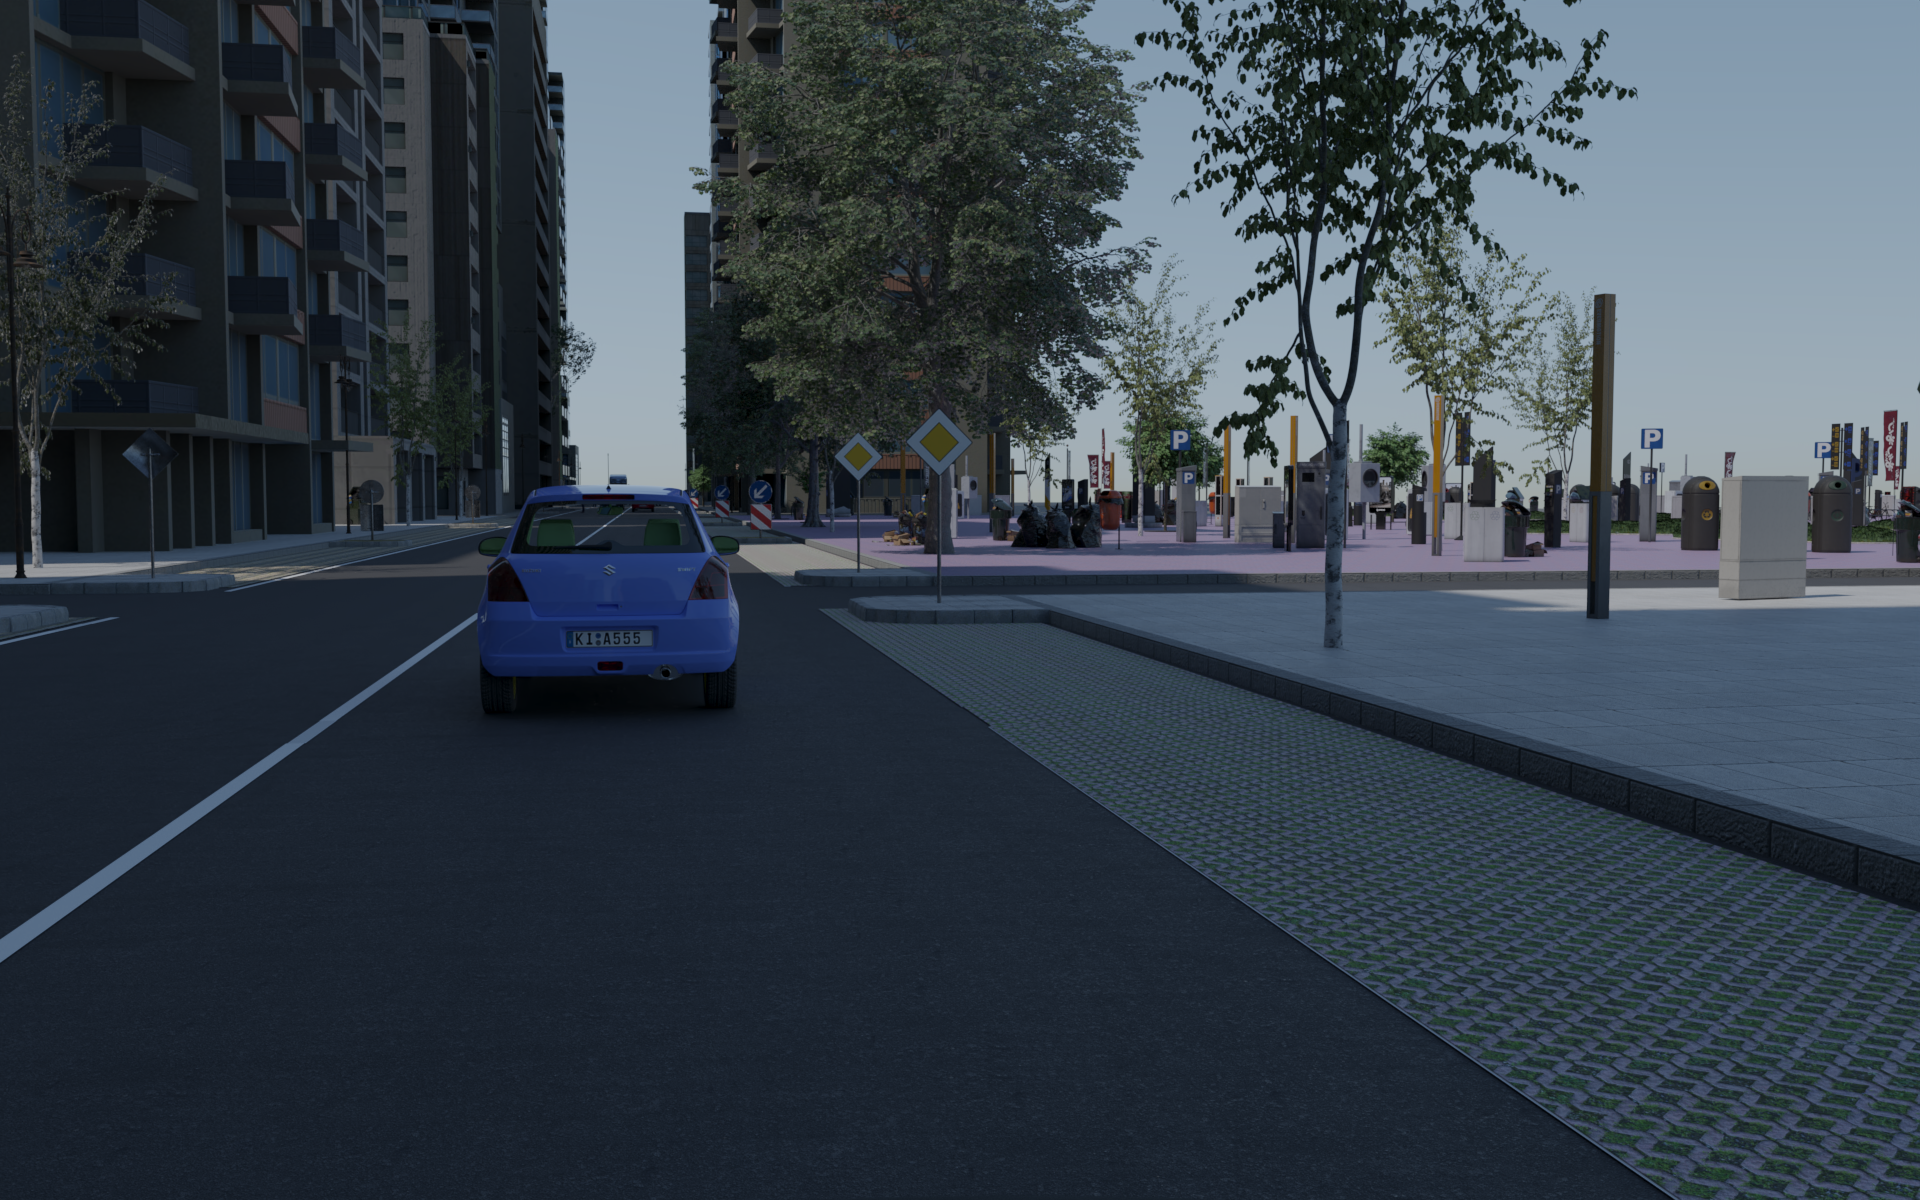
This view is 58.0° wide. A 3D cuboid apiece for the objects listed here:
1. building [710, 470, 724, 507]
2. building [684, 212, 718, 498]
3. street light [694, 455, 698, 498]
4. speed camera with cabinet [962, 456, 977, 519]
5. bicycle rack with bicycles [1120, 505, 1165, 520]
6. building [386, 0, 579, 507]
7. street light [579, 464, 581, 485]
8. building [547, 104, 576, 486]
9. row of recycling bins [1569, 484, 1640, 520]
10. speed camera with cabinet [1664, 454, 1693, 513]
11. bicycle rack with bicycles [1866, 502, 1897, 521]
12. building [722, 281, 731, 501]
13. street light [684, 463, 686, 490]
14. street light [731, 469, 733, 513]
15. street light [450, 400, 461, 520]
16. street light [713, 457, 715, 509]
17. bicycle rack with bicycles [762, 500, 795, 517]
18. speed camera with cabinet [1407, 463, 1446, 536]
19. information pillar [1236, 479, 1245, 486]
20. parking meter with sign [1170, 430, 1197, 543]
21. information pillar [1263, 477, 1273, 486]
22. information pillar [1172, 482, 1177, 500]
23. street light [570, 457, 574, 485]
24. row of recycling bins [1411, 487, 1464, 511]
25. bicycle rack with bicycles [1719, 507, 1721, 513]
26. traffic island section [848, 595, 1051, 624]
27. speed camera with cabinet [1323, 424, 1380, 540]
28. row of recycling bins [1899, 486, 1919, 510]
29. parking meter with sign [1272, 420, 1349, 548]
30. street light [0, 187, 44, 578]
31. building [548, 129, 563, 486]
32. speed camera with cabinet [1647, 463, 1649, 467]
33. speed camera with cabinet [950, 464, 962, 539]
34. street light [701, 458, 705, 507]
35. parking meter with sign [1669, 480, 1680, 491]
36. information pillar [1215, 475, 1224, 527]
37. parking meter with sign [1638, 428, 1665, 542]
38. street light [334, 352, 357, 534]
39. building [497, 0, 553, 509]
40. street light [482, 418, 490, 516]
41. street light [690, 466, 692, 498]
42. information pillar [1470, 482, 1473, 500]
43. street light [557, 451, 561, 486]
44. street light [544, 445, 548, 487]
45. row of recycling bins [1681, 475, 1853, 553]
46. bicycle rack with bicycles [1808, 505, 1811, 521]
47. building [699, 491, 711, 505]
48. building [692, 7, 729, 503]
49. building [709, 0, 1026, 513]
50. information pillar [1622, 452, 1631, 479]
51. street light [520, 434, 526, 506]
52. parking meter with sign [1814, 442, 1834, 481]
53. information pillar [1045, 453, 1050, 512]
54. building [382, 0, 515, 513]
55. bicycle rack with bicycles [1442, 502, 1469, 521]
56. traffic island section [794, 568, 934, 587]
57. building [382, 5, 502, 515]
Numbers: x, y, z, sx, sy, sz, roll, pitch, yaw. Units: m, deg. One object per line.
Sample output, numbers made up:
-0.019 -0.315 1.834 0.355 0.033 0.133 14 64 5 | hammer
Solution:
-13.704 -44.604 167.519 20.563 71.187 20.611 -1 4 -10 | building
-33.171 -34.859 253.535 14.154 41.232 14.086 -1 4 -10 | building
-30.341 -13.873 199.604 0.468 5.910 1.993 -1 4 -10 | street light
0.047 -5.756 88.443 0.660 3.252 2.038 3 5 40 | speed camera with cabinet
9.384 -4.352 84.540 2.925 0.926 2.852 3 5 41 | bicycle rack with bicycles
-63.928 -56.554 237.322 22.319 86.520 31.000 -1 4 -10 | building
-53.363 -16.555 243.459 0.468 5.910 1.993 -1 4 -10 | street light
-58.979 -35.999 208.192 23.786 49.044 30.456 -1 4 -10 | building
26.199 -3.876 70.488 1.069 1.692 3.534 -2 4 -25 | row of recycling bins
35.636 -5.579 85.556 2.038 3.252 0.660 -3 4 -37 | speed camera with cabinet
40.053 -3.858 76.461 2.925 0.926 2.852 0 4 0 | bicycle rack with bicycles
-13.685 -23.199 150.997 14.160 30.474 14.107 -1 4 -10 | building
-41.089 -17.526 259.331 0.468 5.910 1.993 -1 4 -10 | street light
-15.450 -8.830 117.164 0.468 5.910 1.993 -1 4 -10 | street light
-24.875 -6.889 85.426 0.468 5.910 1.993 -1 4 -10 | street light
-20.986 -10.697 147.679 0.468 5.910 1.993 -1 4 -10 | street light
-10.204 -5.227 98.851 2.852 0.926 2.925 0 4 -7 | bicycle rack with bicycles
14.285 -3.593 53.076 0.660 3.252 2.038 0 4 -2 | speed camera with cabinet
13.225 -4.729 81.810 0.304 2.012 0.304 -3 5 -42 | information pillar
6.034 -3.065 46.371 0.543 3.016 1.738 0 4 -3 | parking meter with sign
13.188 -4.258 74.116 0.304 2.012 0.304 -3 5 -44 | information pillar
11.813 -6.322 94.719 0.504 3.616 0.183 1 4 14 | information pillar
-47.844 -14.712 213.330 0.468 5.910 1.993 -1 4 -10 | street light
26.226 -5.402 95.443 3.534 1.692 1.069 -2 4 -27 | row of recycling bins
38.395 -4.522 87.310 2.925 0.926 2.852 2 4 32 | bicycle rack with bicycles
-0.227 0.115 20.409 2.009 0.180 2.903 -1 4 -10 | traffic island section
10.793 -3.319 48.609 2.038 3.252 0.660 -2 4 -24 | speed camera with cabinet
50.069 -5.147 91.264 1.069 1.692 3.534 2 4 24 | row of recycling bins
8.297 -2.739 41.051 1.738 3.016 0.543 0 4 7 | parking meter with sign
-14.325 -3.269 26.231 0.468 5.910 1.993 -1 4 -10 | street light
-50.760 -30.809 187.316 14.154 41.232 14.086 -1 4 -10 | building
43.461 -7.158 111.362 2.038 3.252 0.660 3 5 44 | speed camera with cabinet
-0.403 -3.422 50.287 0.660 3.252 2.038 0 4 -3 | speed camera with cabinet
-26.258 -12.509 177.310 0.468 5.910 1.993 -1 4 -10 | street light
39.429 -6.058 95.301 1.738 3.016 0.543 3 5 45 | parking meter with sign
10.273 -3.902 68.295 0.304 2.012 0.304 -3 5 -43 | information pillar
18.611 -3.088 46.756 0.543 3.016 1.738 1 4 19 | parking meter with sign
-19.796 -5.084 55.909 0.468 5.910 1.993 -1 4 -10 | street light
-47.917 -32.407 153.554 21.300 48.544 21.600 -1 4 -10 | building
-27.770 -7.872 101.496 0.468 5.910 1.993 -1 4 -10 | street light
-35.577 -15.676 229.093 0.468 5.910 1.993 -1 4 -10 | street light
31.521 -6.240 106.520 0.304 2.012 0.304 1 4 13 | information pillar
-42.393 -12.878 183.350 0.468 5.910 1.993 -1 4 -10 | street light
-38.389 -11.499 160.797 0.468 5.910 1.993 -1 4 -10 | street light
18.017 -1.937 38.782 3.534 1.692 1.069 2 4 33 | row of recycling bins
42.042 -4.692 90.089 2.925 0.926 2.852 -1 4 -21 | bicycle rack with bicycles
-14.795 -31.447 206.042 32.217 40.220 23.993 -1 4 -10 | building
-24.340 -56.159 230.870 22.319 86.520 31.000 -1 4 -10 | building
-7.299 -29.070 129.913 22.147 44.769 28.867 -1 4 -10 | building
36.790 -6.375 95.580 0.504 3.616 0.183 -1 4 -17 | information pillar
-33.105 -9.685 131.135 0.468 5.910 1.993 -1 4 -10 | street light
28.515 -3.723 57.133 0.543 3.016 1.738 1 4 23 | parking meter with sign
4.992 -6.560 98.612 0.183 3.616 0.504 -2 4 -30 | information pillar
-44.269 -49.768 126.379 22.319 86.520 31.000 -1 4 -10 | building
23.064 -4.154 81.303 2.925 0.926 2.852 -2 4 -32 | bicycle rack with bicycles
-1.634 -0.366 28.269 2.009 0.180 2.903 -1 4 -10 | traffic island section
-36.086 -20.452 106.099 14.160 30.474 14.107 -1 4 -10 | building
